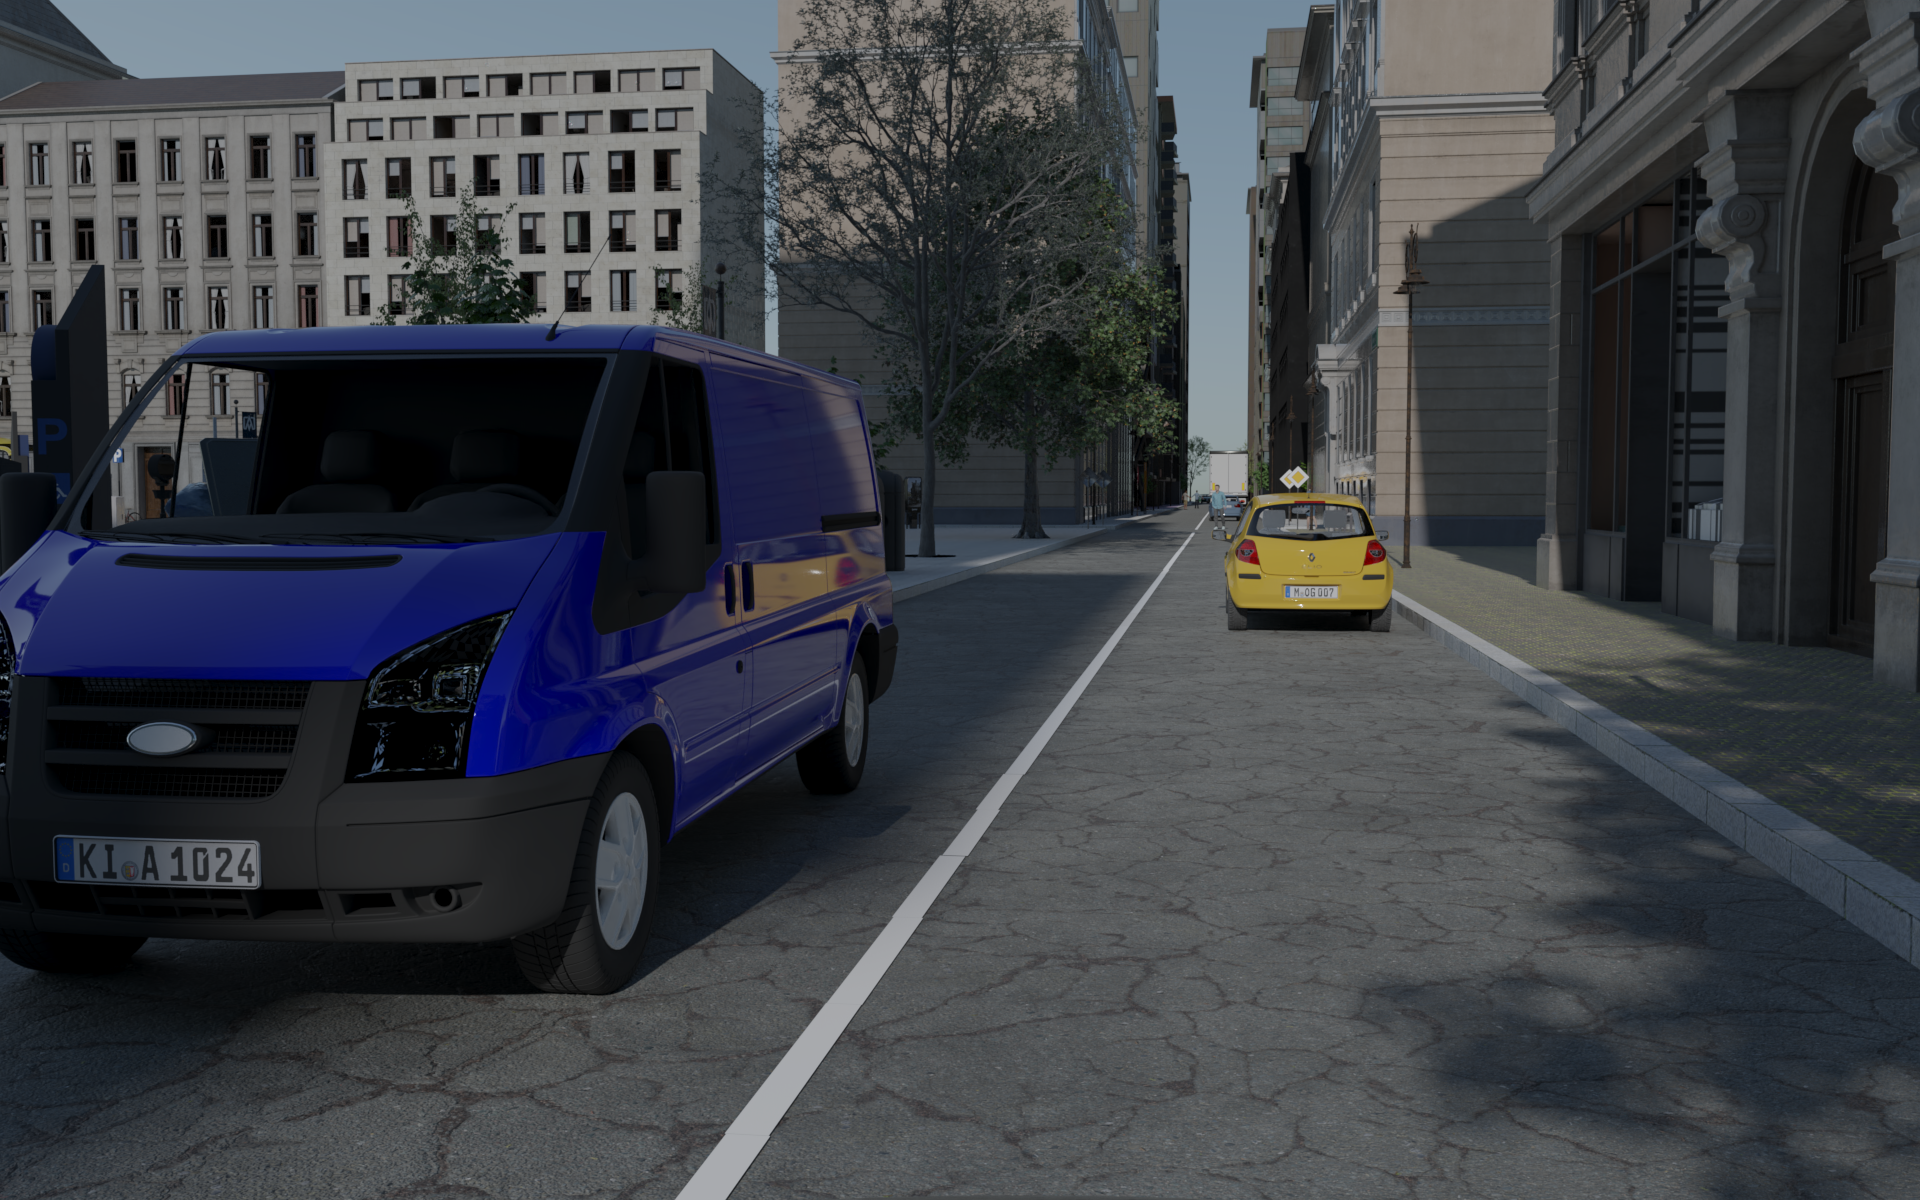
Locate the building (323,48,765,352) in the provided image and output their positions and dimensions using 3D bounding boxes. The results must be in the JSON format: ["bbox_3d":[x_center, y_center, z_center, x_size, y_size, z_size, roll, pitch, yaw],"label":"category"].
[{"bbox_3d":[-18.408,-13.721,79.087,16.860,20.320,10.420,1,4,9],"label":"building"}]

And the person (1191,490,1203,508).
[{"bbox_3d":[23.586,-10.029,172.465,1.348,1.826,0.705,1,4,13],"label":"person"}]

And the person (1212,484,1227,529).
[{"bbox_3d":[10.539,-3.780,70.318,0.660,1.820,0.620,2,4,25],"label":"person"}]

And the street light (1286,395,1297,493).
[{"bbox_3d":[15.450,-6.613,80.910,0.468,5.910,1.993,1,4,9],"label":"street light"}]

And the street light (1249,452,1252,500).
[{"bbox_3d":[31.679,-13.190,188.439,0.468,5.910,1.993,1,4,9],"label":"street light"}]

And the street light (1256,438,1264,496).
[{"bbox_3d":[24.961,-10.443,143.533,0.468,5.910,1.993,1,4,9],"label":"street light"}]

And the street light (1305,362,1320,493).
[{"bbox_3d":[12.393,-5.389,60.901,0.468,5.910,1.993,1,4,9],"label":"street light"}]

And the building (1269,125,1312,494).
[{"bbox_3d":[26.376,-17.216,111.163,12.332,23.373,15.834,1,4,9],"label":"building"}]

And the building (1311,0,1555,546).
[{"bbox_3d":[17.845,-16.205,50.853,13.634,28.700,20.117,1,4,9],"label":"building"}]

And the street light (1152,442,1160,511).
[{"bbox_3d":[15.058,-9.897,134.600,0.468,5.910,1.993,1,4,9],"label":"street light"}]

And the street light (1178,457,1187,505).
[{"bbox_3d":[29.476,-15.703,229.537,0.468,5.910,1.993,1,4,9],"label":"street light"}]

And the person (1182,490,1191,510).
[{"bbox_3d":[20.227,-8.962,155.034,0.705,1.824,1.348,-2,4,-29],"label":"person"}]

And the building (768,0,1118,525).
[{"bbox_3d":[0.080,-18.068,81.312,13.634,28.700,20.117,1,4,9],"label":"building"}]

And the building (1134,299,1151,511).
[{"bbox_3d":[5.785,-16.026,129.481,16.820,18.784,16.811,1,4,9],"label":"building"}]

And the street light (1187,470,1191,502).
[{"bbox_3d":[34.096,-17.605,260.635,0.468,5.910,1.993,1,4,9],"label":"street light"}]

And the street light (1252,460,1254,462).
[{"bbox_3d":[27.014,-11.274,157.123,0.468,5.910,1.993,1,4,9],"label":"street light"}]

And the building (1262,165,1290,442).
[{"bbox_3d":[30.149,-21.014,130.973,14.401,28.519,23.554,1,4,9],"label":"building"}]

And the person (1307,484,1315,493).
[{"bbox_3d":[13.164,-3.451,64.955,0.581,1.822,0.654,-1,4,-20],"label":"person"}]

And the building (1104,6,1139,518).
[{"bbox_3d":[4.562,-20.080,105.802,11.434,29.767,29.804,1,4,9],"label":"building"}]

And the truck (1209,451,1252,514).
[{"bbox_3d":[18.266,-7.845,117.171,2.839,4.237,11.283,1,4,10],"label":"truck"}]

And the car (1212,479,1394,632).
[{"bbox_3d":[3.846,-0.566,19.482,2.015,1.641,3.980,1,4,8],"label":"car"}]

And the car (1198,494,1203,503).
[{"bbox_3d":[39.375,-16.393,279.821,2.131,1.459,4.920,0,4,8],"label":"car"}]

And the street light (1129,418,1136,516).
[{"bbox_3d":[10.271,-7.980,103.262,0.468,5.910,1.993,1,4,9],"label":"street light"}]

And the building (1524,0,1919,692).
[{"bbox_3d":[12.162,-10.425,21.366,10.553,20.767,40.483,1,4,9],"label":"building"}]

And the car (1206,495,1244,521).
[{"bbox_3d":[14.206,-4.936,92.704,2.014,1.417,4.499,0,4,7],"label":"car"}]

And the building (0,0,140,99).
[{"bbox_3d":[-56.645,-18.386,87.998,23.554,28.519,14.401,1,4,9],"label":"building"}]

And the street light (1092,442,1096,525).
[{"bbox_3d":[5.589,-6.079,72.174,0.468,5.910,1.993,1,4,9],"label":"street light"}]

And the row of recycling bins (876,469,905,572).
[{"bbox_3d":[-1.928,-1.263,27.767,1.069,1.692,3.534,2,4,28],"label":"row of recycling bins"}]

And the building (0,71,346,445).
[{"bbox_3d":[-35.677,-14.261,82.324,18.267,20.994,9.793,1,4,9],"label":"building"}]

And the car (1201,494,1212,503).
[{"bbox_3d":[37.715,-15.465,264.653,2.131,1.459,4.920,0,4,7],"label":"car"}]

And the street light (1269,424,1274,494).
[{"bbox_3d":[20.254,-8.531,112.275,0.468,5.910,1.993,1,4,9],"label":"street light"}]

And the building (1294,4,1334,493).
[{"bbox_3d":[30.010,-14.794,75.173,30.059,22.955,16.112,1,4,9],"label":"building"}]

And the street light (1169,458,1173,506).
[{"bbox_3d":[21.817,-12.629,179.264,0.468,5.910,1.993,1,4,9],"label":"street light"}]

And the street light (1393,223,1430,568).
[{"bbox_3d":[7.730,-3.488,29.810,0.468,5.910,1.993,1,4,9],"label":"street light"}]

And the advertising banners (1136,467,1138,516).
[{"bbox_3d":[10.221,-6.334,99.752,0.090,3.025,2.074,0,4,6],"label":"advertising banners"}]
